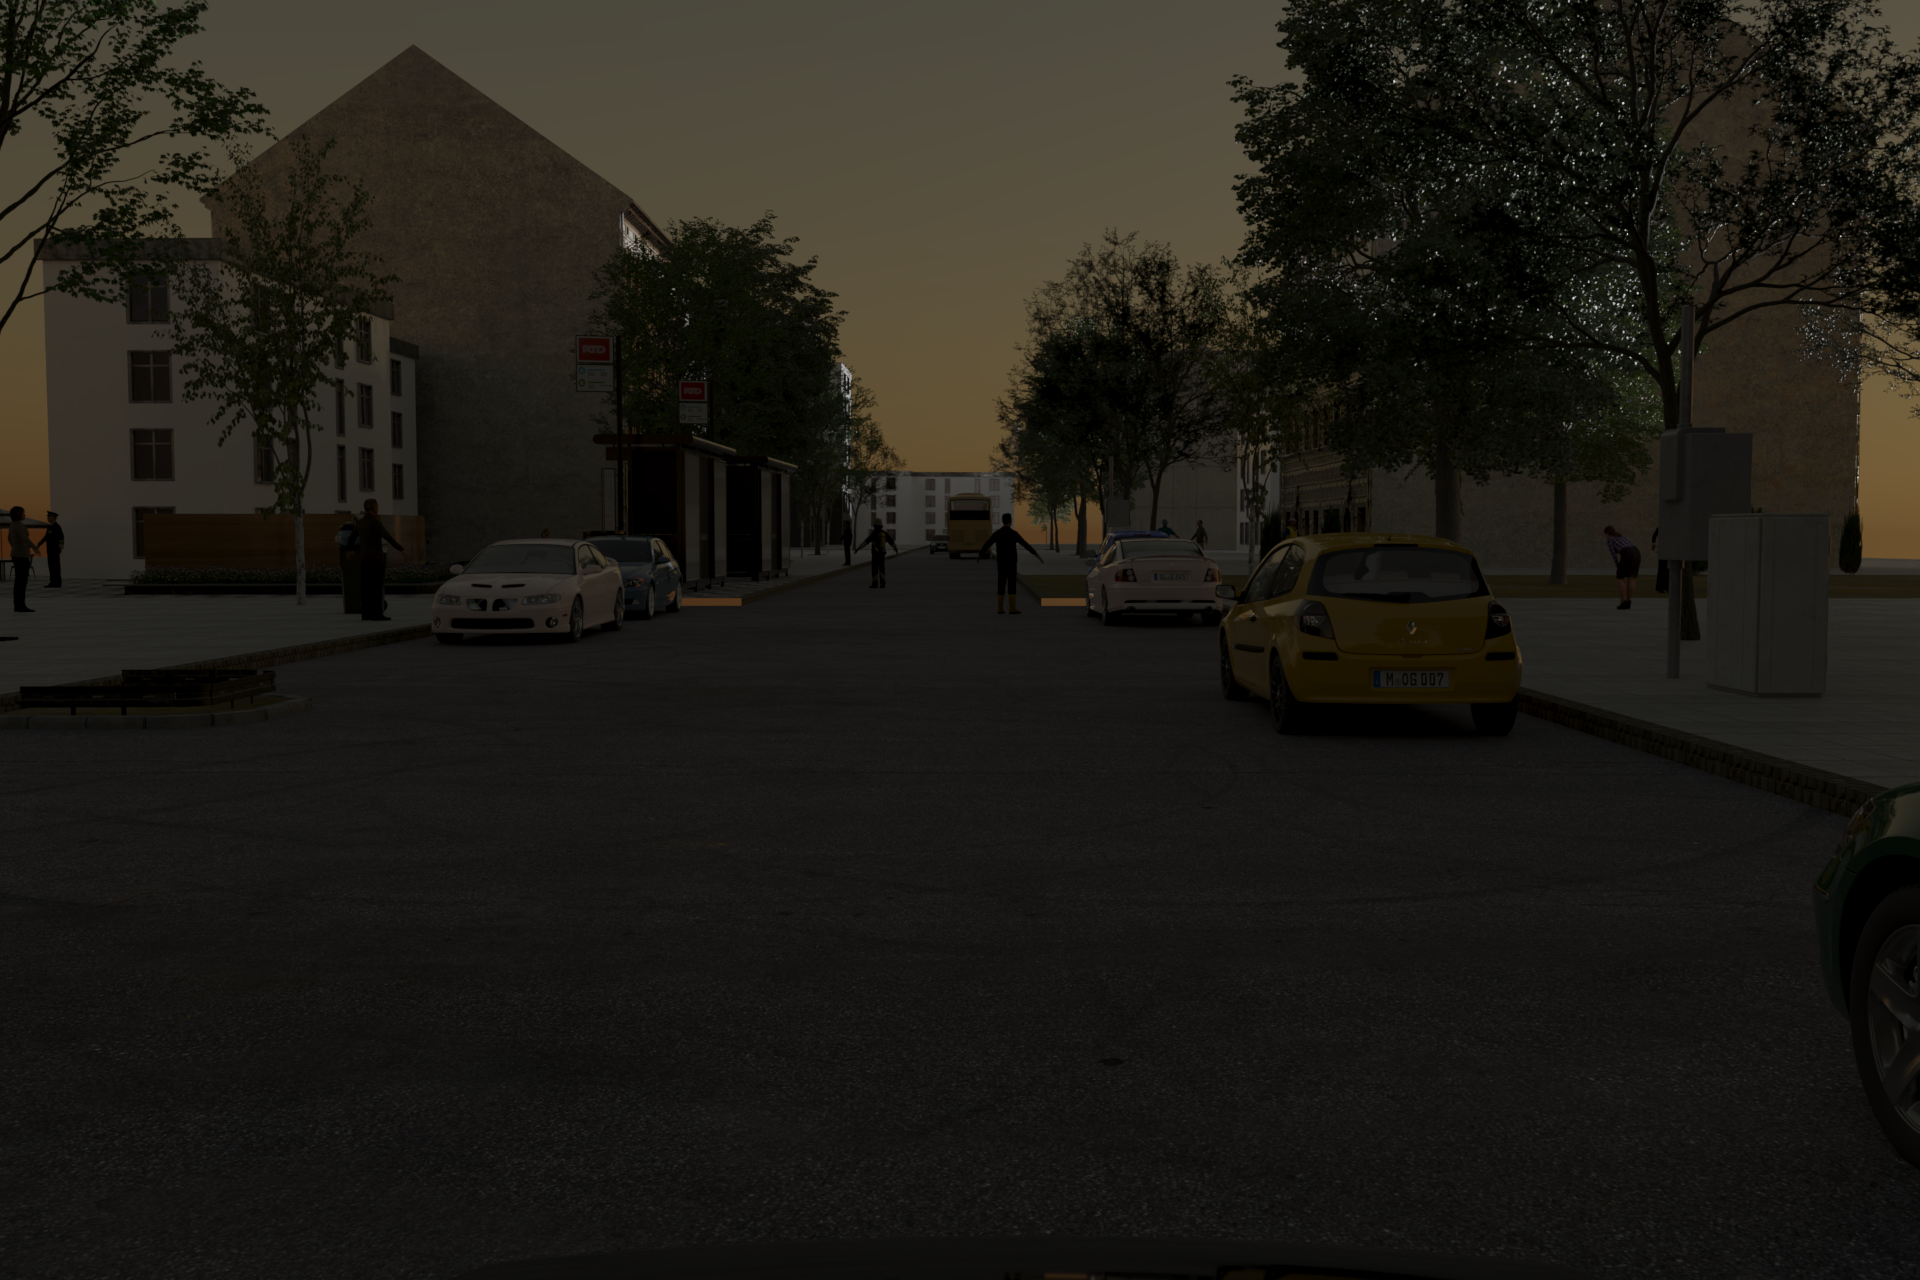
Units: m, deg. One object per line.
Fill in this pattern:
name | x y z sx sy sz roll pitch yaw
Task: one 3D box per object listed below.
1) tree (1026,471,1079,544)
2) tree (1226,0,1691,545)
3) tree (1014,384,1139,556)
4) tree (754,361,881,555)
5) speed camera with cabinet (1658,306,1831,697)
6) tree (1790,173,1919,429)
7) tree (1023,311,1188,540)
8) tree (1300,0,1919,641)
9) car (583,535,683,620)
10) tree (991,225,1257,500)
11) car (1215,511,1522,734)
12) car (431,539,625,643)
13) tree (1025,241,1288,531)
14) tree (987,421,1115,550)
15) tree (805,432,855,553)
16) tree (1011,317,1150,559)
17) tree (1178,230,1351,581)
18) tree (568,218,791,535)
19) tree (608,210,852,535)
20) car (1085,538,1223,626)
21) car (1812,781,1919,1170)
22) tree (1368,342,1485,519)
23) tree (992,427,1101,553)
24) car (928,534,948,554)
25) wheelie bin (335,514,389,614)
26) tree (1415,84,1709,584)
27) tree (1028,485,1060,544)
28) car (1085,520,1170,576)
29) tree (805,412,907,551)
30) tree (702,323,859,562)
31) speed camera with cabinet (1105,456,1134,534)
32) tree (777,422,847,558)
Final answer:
tree | 12.578 -19.143 231.111 7.486 12.596 7.792 0 3 0
tree | 9.556 -7.751 33.377 9.857 13.997 8.962 0 3 0
tree | 7.093 -10.871 103.499 9.928 11.665 9.643 0 3 0
tree | -8.643 -10.925 104.381 9.928 11.665 9.643 0 3 0
speed camera with cabinet | 6.525 -1.232 14.483 0.660 3.252 2.038 0 3 0
tree | 27.038 -8.205 44.527 12.009 13.543 11.850 0 3 0
tree | 6.719 -9.446 80.195 9.928 11.665 9.643 0 3 0
tree | 8.692 -5.295 20.987 8.767 10.594 7.601 -2 4 -24
car | -6.007 -1.130 30.471 2.014 1.417 4.499 0 4 0
tree | 6.584 -9.679 68.623 12.009 13.543 11.850 0 3 0
car | 3.118 -0.220 13.818 2.015 1.641 3.980 0 4 0
car | -5.958 -0.732 24.334 2.083 1.381 4.827 0 4 0
tree | 6.223 -7.449 56.205 8.767 10.594 7.601 0 4 5
tree | 7.289 -13.897 137.582 12.009 13.543 11.850 0 3 0
tree | -8.810 -10.118 115.785 4.360 8.622 3.978 0 3 0
tree | 6.086 -10.557 90.741 7.486 12.596 7.792 0 3 0
tree | 7.507 -5.664 42.964 4.737 8.622 4.395 0 3 0
tree | -9.278 -8.025 56.967 9.928 11.665 9.643 0 3 0
tree | -9.038 -9.850 67.696 9.857 13.997 8.962 0 3 0
car | 3.137 -0.984 28.455 2.083 1.381 4.827 0 4 -1
car | 3.054 0.573 2.429 2.131 1.459 4.920 0 4 0
tree | 14.490 -6.199 51.714 4.737 8.622 4.395 0 3 0
tree | 6.444 -11.289 118.993 7.601 10.594 8.767 2 4 32
car | -1.285 -7.017 124.511 2.009 1.686 4.222 0 4 0
wheelie bin | -9.681 -1.230 28.021 0.693 1.594 0.980 0 4 0
tree | 15.252 -7.723 44.405 7.486 12.596 7.792 0 3 0
tree | 10.995 -16.794 224.947 4.737 8.622 4.395 0 3 0
car | 3.454 -1.505 34.192 1.945 1.707 3.694 0 4 0
tree | -8.191 -12.150 133.066 8.767 10.594 7.601 0 4 1
tree | -8.403 -9.465 80.506 9.928 11.665 9.643 0 3 0
speed camera with cabinet | 4.025 -3.009 43.530 0.660 3.252 2.038 0 4 1
tree | -8.246 -8.705 92.691 4.737 8.622 4.395 0 3 0
